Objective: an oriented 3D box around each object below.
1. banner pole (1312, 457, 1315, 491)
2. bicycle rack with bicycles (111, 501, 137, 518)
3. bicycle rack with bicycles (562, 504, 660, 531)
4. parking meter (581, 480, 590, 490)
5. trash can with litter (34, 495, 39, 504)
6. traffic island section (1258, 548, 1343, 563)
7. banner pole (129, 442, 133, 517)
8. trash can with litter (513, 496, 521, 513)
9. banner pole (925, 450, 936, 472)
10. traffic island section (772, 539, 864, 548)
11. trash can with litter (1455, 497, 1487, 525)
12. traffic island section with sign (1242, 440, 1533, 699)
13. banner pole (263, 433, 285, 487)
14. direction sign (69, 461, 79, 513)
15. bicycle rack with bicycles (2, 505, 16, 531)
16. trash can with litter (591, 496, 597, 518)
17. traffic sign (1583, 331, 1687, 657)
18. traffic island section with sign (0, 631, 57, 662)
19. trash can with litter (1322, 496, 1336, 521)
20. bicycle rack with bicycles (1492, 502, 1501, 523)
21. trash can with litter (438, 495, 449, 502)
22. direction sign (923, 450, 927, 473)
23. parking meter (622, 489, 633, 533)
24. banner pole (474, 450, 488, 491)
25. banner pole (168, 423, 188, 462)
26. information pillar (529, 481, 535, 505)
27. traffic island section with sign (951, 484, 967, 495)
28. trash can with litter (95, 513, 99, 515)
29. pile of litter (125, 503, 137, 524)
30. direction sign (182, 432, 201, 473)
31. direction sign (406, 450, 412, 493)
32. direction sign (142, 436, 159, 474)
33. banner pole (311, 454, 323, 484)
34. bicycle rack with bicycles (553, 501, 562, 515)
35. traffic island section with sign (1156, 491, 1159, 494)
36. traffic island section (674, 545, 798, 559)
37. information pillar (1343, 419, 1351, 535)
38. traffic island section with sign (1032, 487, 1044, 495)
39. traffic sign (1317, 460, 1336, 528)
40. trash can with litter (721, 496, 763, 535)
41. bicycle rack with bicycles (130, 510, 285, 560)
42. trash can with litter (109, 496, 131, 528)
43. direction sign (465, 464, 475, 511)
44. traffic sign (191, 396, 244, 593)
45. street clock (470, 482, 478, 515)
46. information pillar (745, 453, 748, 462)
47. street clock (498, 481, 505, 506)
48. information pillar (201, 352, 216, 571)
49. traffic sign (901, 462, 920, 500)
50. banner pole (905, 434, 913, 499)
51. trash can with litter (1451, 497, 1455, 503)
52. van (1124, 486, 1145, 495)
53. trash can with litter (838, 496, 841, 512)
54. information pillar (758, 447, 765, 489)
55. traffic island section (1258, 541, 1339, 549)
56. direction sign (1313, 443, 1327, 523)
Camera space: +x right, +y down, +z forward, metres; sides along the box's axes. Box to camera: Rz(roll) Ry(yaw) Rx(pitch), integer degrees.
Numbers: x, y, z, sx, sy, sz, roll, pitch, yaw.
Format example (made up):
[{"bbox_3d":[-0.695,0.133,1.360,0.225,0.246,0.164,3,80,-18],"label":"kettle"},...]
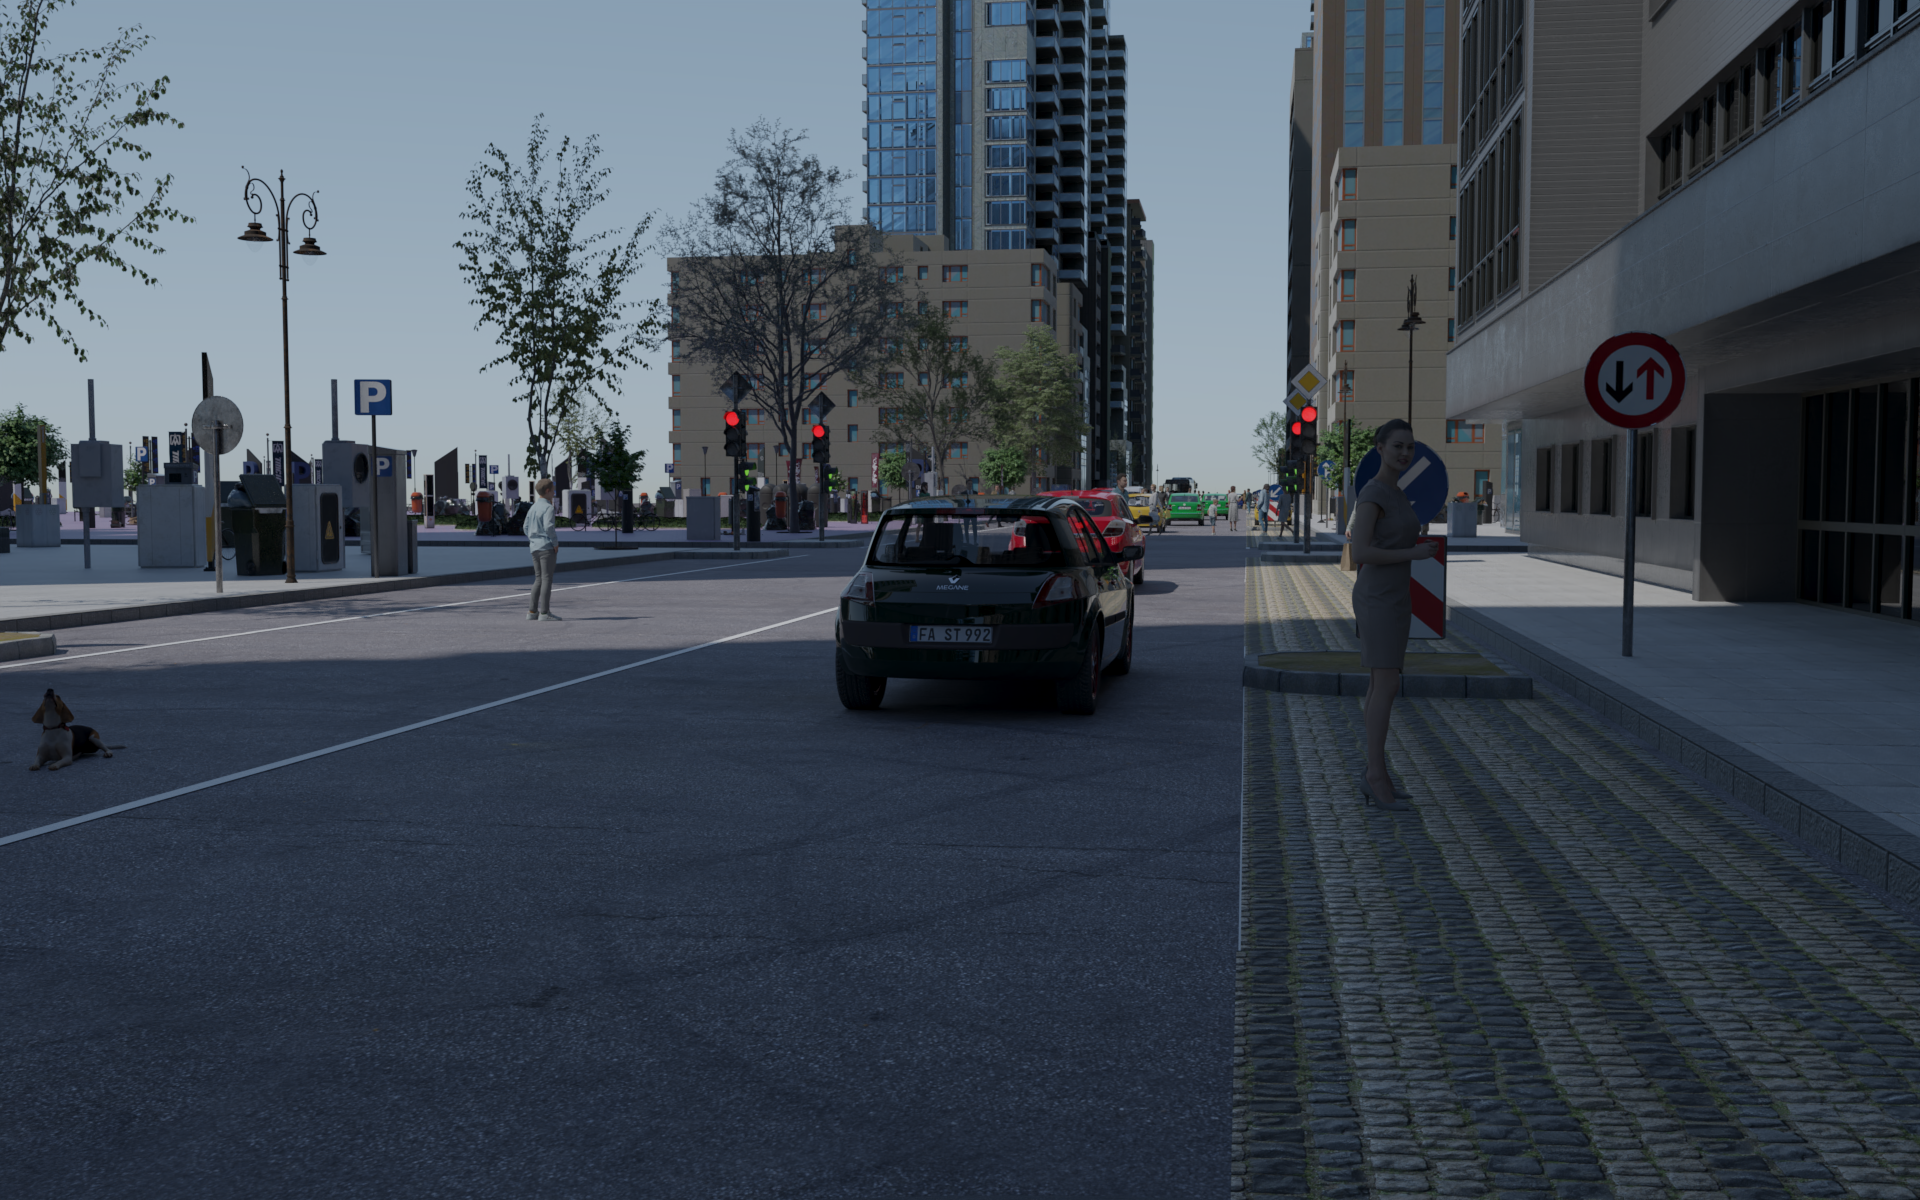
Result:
[{"bbox_3d":[23.862,-7.738,116.534,0.401,3.779,0.863,-3,4,-36],"label":"banner pole"},{"bbox_3d":[-43.569,-4.792,91.731,2.925,0.926,2.852,2,4,26],"label":"bicycle rack with bicycles"},{"bbox_3d":[-11.752,-2.869,60.291,2.925,0.926,2.852,1,4,16],"label":"bicycle rack with bicycles"},{"bbox_3d":[-15.591,-4.059,72.073,0.399,1.863,0.255,-1,4,-14],"label":"parking meter"},{"bbox_3d":[-59.386,-6.022,109.517,2.233,1.210,1.678,1,4,9],"label":"trash can with litter"},{"bbox_3d":[7.513,-0.925,37.408,2.009,0.180,2.903,1,4,9],"label":"traffic island section"},{"bbox_3d":[-39.408,-5.650,82.398,0.401,3.779,0.863,-2,4,-28],"label":"banner pole"},{"bbox_3d":[-28.167,-6.029,109.960,0.624,1.170,1.055,-1,4,-16],"label":"trash can with litter"},{"bbox_3d":[-1.774,-6.649,98.725,0.863,3.779,0.401,1,4,14],"label":"banner pole"},{"bbox_3d":[-3.801,-1.535,47.374,2.009,0.180,2.903,1,4,9],"label":"traffic island section"},{"bbox_3d":[21.114,-3.664,71.299,1.055,1.170,0.624,-1,4,-17],"label":"trash can with litter"},{"bbox_3d":[3.151,-0.273,13.088,1.989,1.847,2.006,1,4,9],"label":"traffic island section with sign"},{"bbox_3d":[-28.177,-4.965,71.198,0.863,3.779,0.401,-2,4,-31],"label":"banner pole"},{"bbox_3d":[-61.362,-7.844,120.248,0.379,3.537,0.876,2,4,33],"label":"direction sign"},{"bbox_3d":[-31.653,-2.643,56.588,2.852,0.926,2.925,-1,4,-11],"label":"bicycle rack with bicycles"},{"bbox_3d":[-19.533,-4.843,90.571,0.624,1.170,1.055,3,4,38],"label":"trash can with litter"},{"bbox_3d":[5.278,-0.827,13.622,0.768,2.556,0.104,1,4,12],"label":"traffic sign"},{"bbox_3d":[-9.147,-0.398,15.127,1.989,1.847,2.006,1,4,9],"label":"traffic island section with sign"},{"bbox_3d":[18.251,-4.431,83.508,1.678,1.210,2.233,3,5,40],"label":"trash can with litter"},{"bbox_3d":[24.504,-3.848,76.294,2.925,0.926,2.852,-2,4,-33],"label":"bicycle rack with bicycles"},{"bbox_3d":[-25.679,-4.671,87.422,2.233,1.210,1.678,-1,4,-11],"label":"trash can with litter"},{"bbox_3d":[-1.821,-6.005,90.185,0.379,3.537,0.876,0,4,7],"label":"direction sign"},{"bbox_3d":[-10.921,-2.964,56.869,0.372,1.533,0.369,0,3,0],"label":"parking meter"},{"bbox_3d":[-27.020,-6.577,97.554,0.863,3.779,0.401,-2,4,-24],"label":"banner pole"},{"bbox_3d":[-27.385,-4.334,60.871,0.863,3.779,0.401,0,4,2],"label":"banner pole"},{"bbox_3d":[-24.042,-5.680,97.366,0.304,2.012,0.304,0,4,-5],"label":"information pillar"},{"bbox_3d":[-0.049,-3.752,69.971,1.989,1.847,2.006,1,4,9],"label":"traffic island section with sign"},{"bbox_3d":[-52.524,-5.717,104.525,1.678,1.210,2.233,-3,5,-39],"label":"trash can with litter"},{"bbox_3d":[-35.678,-3.756,75.370,1.176,0.858,1.719,1,4,21],"label":"pile of litter"},{"bbox_3d":[-28.268,-4.380,63.609,0.379,3.537,0.876,2,4,28],"label":"direction sign"},{"bbox_3d":[-28.446,-5.925,88.876,0.379,3.537,0.876,2,4,26],"label":"direction sign"},{"bbox_3d":[-31.659,-4.636,67.798,0.379,3.537,0.876,1,4,11],"label":"direction sign"},{"bbox_3d":[-40.287,-7.239,108.368,0.863,3.779,0.401,-2,4,-32],"label":"banner pole"},{"bbox_3d":[-21.060,-4.899,93.473,2.852,0.926,2.925,0,4,2],"label":"bicycle rack with bicycles"},{"bbox_3d":[26.040,-13.385,227.475,1.989,1.847,2.006,1,4,9],"label":"traffic island section with sign"},{"bbox_3d":[-5.106,-1.053,39.496,2.009,0.180,2.903,1,4,9],"label":"traffic island section"},{"bbox_3d":[12.113,-3.842,54.177,0.183,3.616,0.504,0,4,0],"label":"information pillar"},{"bbox_3d":[4.354,-5.378,96.566,1.989,1.847,2.006,1,4,9],"label":"traffic island section with sign"},{"bbox_3d":[13.844,-3.986,65.272,0.768,2.556,0.104,1,4,11],"label":"traffic sign"},{"bbox_3d":[-7.110,-2.680,54.867,1.678,1.210,2.233,-1,4,-8],"label":"trash can with litter"},{"bbox_3d":[-13.595,-1.202,33.040,2.852,0.926,2.925,0,4,4],"label":"bicycle rack with bicycles"},{"bbox_3d":[-31.954,-3.328,65.795,0.624,1.170,1.055,-1,4,-18],"label":"trash can with litter"},{"bbox_3d":[-36.302,-8.354,128.587,0.876,3.537,0.379,-3,4,-37],"label":"direction sign"},{"bbox_3d":[-9.621,-1.365,22.431,0.768,2.556,0.104,1,4,13],"label":"traffic sign"},{"bbox_3d":[-30.136,-6.285,107.334,0.471,2.002,0.358,2,4,32],"label":"street clock"},{"bbox_3d":[-12.119,-6.545,98.360,0.183,3.616,0.504,0,4,-3],"label":"information pillar"},{"bbox_3d":[-25.320,-5.590,95.969,0.358,2.002,0.471,3,5,45],"label":"street clock"},{"bbox_3d":[-12.499,-2.293,28.853,0.183,3.616,0.504,-1,4,-12],"label":"information pillar"},{"bbox_3d":[-1.967,-4.187,68.568,0.768,2.556,0.104,1,4,14],"label":"traffic sign"},{"bbox_3d":[-2.103,-5.012,71.958,0.401,3.779,0.863,1,4,20],"label":"banner pole"},{"bbox_3d":[21.033,-3.732,72.411,1.055,1.170,0.624,0,4,4],"label":"trash can with litter"},{"bbox_3d":[9.140,-5.278,93.302,2.013,2.044,4.112,1,4,11],"label":"van"},{"bbox_3d":[-6.149,-4.909,91.316,1.678,1.210,2.233,3,5,40],"label":"trash can with litter"},{"bbox_3d":[-9.933,-5.833,86.727,0.504,3.616,0.183,3,5,42],"label":"information pillar"},{"bbox_3d":[8.818,-1.407,45.286,2.009,0.180,2.903,1,4,9],"label":"traffic island section"},{"bbox_3d":[16.096,-5.200,77.023,0.876,3.537,0.379,-1,4,-13],"label":"direction sign"}]
